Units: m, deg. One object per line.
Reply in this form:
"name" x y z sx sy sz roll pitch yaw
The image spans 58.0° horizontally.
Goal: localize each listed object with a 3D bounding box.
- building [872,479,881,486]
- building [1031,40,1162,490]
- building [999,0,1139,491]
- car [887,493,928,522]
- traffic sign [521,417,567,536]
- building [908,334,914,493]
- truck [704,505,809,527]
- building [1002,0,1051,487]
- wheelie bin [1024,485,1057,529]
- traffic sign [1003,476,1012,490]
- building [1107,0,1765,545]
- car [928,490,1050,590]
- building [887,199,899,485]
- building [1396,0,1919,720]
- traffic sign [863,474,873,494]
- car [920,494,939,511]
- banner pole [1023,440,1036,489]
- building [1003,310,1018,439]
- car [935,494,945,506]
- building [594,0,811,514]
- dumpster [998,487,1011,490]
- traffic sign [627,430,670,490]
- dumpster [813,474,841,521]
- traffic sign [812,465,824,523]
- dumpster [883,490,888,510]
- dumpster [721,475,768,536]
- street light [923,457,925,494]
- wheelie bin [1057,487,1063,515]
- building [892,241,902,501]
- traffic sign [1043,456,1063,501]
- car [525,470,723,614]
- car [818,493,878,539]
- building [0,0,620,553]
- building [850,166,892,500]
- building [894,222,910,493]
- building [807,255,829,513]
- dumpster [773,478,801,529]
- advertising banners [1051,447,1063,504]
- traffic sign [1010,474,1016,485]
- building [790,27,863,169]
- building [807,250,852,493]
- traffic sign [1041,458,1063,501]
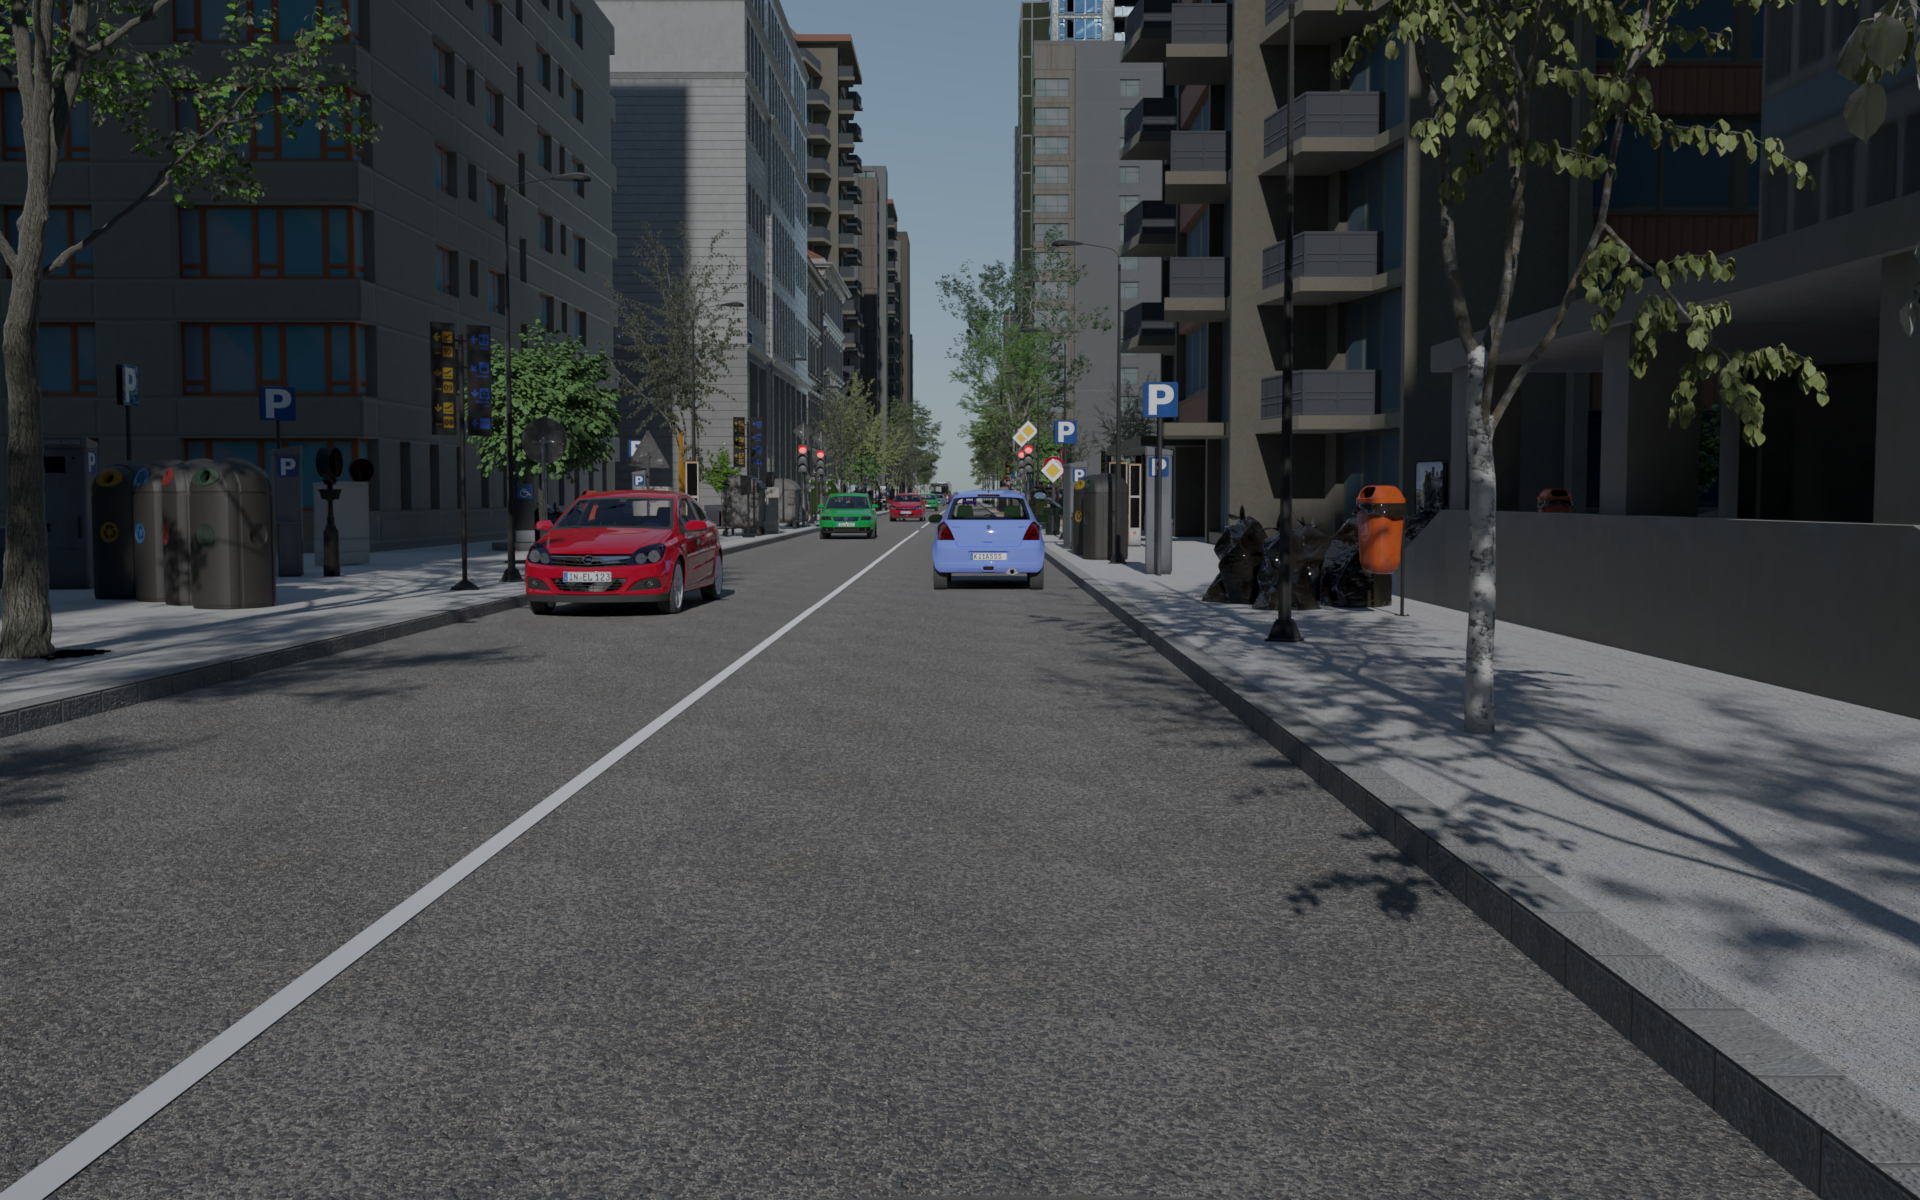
"building" -25.149 -30.514 190.792 32.217 40.220 23.993 0 4 0
"building" 13.553 -29.149 160.176 14.154 41.232 14.086 0 4 0
"building" 18.020 -59.883 291.764 22.319 86.520 31.000 0 4 0
"car" -2.748 -5.023 91.174 2.155 1.783 4.494 0 4 1
"traffic sign" -6.915 -1.756 28.815 0.768 2.556 0.104 0 4 2
"building" -15.330 -32.369 300.932 14.160 30.474 14.107 0 4 0
"truck" -15.681 -4.966 70.952 18.799 4.110 2.967 0 4 1
"building" 16.705 -49.768 251.961 20.563 71.187 20.611 0 4 0
"wheelie bin" 2.904 -3.397 63.454 0.693 1.594 0.980 -2 4 -27
"traffic sign" 3.153 -6.839 111.917 0.768 2.556 0.104 1 4 10
"building" 16.026 -24.052 47.869 22.147 44.769 28.867 0 4 0
"car" 0.454 -1.079 27.239 1.945 1.707 3.694 0 4 1
"building" -20.187 -36.409 249.908 22.147 44.769 28.867 0 4 0
"building" 21.582 -19.678 13.619 32.217 40.220 23.993 0 4 0
"traffic sign" -6.022 -6.827 111.626 0.884 2.594 0.081 0 4 7
"car" -2.712 -8.279 144.160 1.959 1.807 4.718 0 4 0
"banner pole" 3.249 -5.530 80.427 0.863 3.779 0.401 -1 4 -19
"building" 13.721 -30.537 270.980 14.160 30.474 14.107 0 4 0
"car" -2.714 -12.030 208.695 2.014 1.417 4.499 0 4 -1
"building" -14.770 -19.181 91.109 11.434 29.767 29.804 0 4 0
"dumpster" 3.410 -7.765 132.722 1.264 1.857 1.865 0 4 0
"traffic sign" -6.351 -2.157 35.267 0.884 2.594 0.081 0 4 2
"dumpster" -6.406 -4.837 81.583 1.502 2.255 1.985 0 4 0
"traffic sign" -6.331 -4.681 76.537 0.884 2.594 0.081 0 4 3
"dumpster" -6.255 -7.885 134.680 1.264 1.857 1.865 0 4 0
"dumpster" -6.648 -2.908 53.310 1.264 1.857 1.865 0 3 0
"street light" -5.158 -16.028 234.592 1.470 5.913 1.316 0 4 0
"wheelie bin" 3.926 -4.096 74.874 0.980 1.594 0.693 0 4 -7
"building" -16.396 -35.983 271.920 14.154 41.232 14.086 0 4 0
"traffic sign" 3.156 -3.547 58.095 0.768 2.556 0.104 1 4 9
"car" -4.195 -0.794 22.022 2.155 1.783 4.494 0 4 2
"car" -3.626 -2.915 56.452 1.959 1.807 4.718 0 4 -1
"building" -27.283 -12.584 50.785 28.899 21.520 27.650 0 4 0
"building" -16.021 -32.179 209.728 14.154 41.232 14.086 0 4 0
"building" -15.343 -38.887 285.907 14.600 45.320 14.200 0 4 0
"building" -14.806 -15.425 116.824 10.561 19.102 19.286 0 4 0
"dumpster" -6.550 -3.554 63.859 1.264 1.857 1.865 0 3 0
"advertising banners" 3.642 -4.202 64.888 0.090 3.025 2.074 -1 4 -8
"traffic sign" 3.132 -5.794 94.840 0.768 2.556 0.104 1 4 9
"building" -20.591 -31.121 163.446 22.147 44.769 28.867 0 4 0
"building" -15.018 -18.394 136.900 11.583 22.565 21.152 0 4 0
"traffic sign" 2.997 -3.344 55.861 0.795 2.450 0.064 0 4 3
